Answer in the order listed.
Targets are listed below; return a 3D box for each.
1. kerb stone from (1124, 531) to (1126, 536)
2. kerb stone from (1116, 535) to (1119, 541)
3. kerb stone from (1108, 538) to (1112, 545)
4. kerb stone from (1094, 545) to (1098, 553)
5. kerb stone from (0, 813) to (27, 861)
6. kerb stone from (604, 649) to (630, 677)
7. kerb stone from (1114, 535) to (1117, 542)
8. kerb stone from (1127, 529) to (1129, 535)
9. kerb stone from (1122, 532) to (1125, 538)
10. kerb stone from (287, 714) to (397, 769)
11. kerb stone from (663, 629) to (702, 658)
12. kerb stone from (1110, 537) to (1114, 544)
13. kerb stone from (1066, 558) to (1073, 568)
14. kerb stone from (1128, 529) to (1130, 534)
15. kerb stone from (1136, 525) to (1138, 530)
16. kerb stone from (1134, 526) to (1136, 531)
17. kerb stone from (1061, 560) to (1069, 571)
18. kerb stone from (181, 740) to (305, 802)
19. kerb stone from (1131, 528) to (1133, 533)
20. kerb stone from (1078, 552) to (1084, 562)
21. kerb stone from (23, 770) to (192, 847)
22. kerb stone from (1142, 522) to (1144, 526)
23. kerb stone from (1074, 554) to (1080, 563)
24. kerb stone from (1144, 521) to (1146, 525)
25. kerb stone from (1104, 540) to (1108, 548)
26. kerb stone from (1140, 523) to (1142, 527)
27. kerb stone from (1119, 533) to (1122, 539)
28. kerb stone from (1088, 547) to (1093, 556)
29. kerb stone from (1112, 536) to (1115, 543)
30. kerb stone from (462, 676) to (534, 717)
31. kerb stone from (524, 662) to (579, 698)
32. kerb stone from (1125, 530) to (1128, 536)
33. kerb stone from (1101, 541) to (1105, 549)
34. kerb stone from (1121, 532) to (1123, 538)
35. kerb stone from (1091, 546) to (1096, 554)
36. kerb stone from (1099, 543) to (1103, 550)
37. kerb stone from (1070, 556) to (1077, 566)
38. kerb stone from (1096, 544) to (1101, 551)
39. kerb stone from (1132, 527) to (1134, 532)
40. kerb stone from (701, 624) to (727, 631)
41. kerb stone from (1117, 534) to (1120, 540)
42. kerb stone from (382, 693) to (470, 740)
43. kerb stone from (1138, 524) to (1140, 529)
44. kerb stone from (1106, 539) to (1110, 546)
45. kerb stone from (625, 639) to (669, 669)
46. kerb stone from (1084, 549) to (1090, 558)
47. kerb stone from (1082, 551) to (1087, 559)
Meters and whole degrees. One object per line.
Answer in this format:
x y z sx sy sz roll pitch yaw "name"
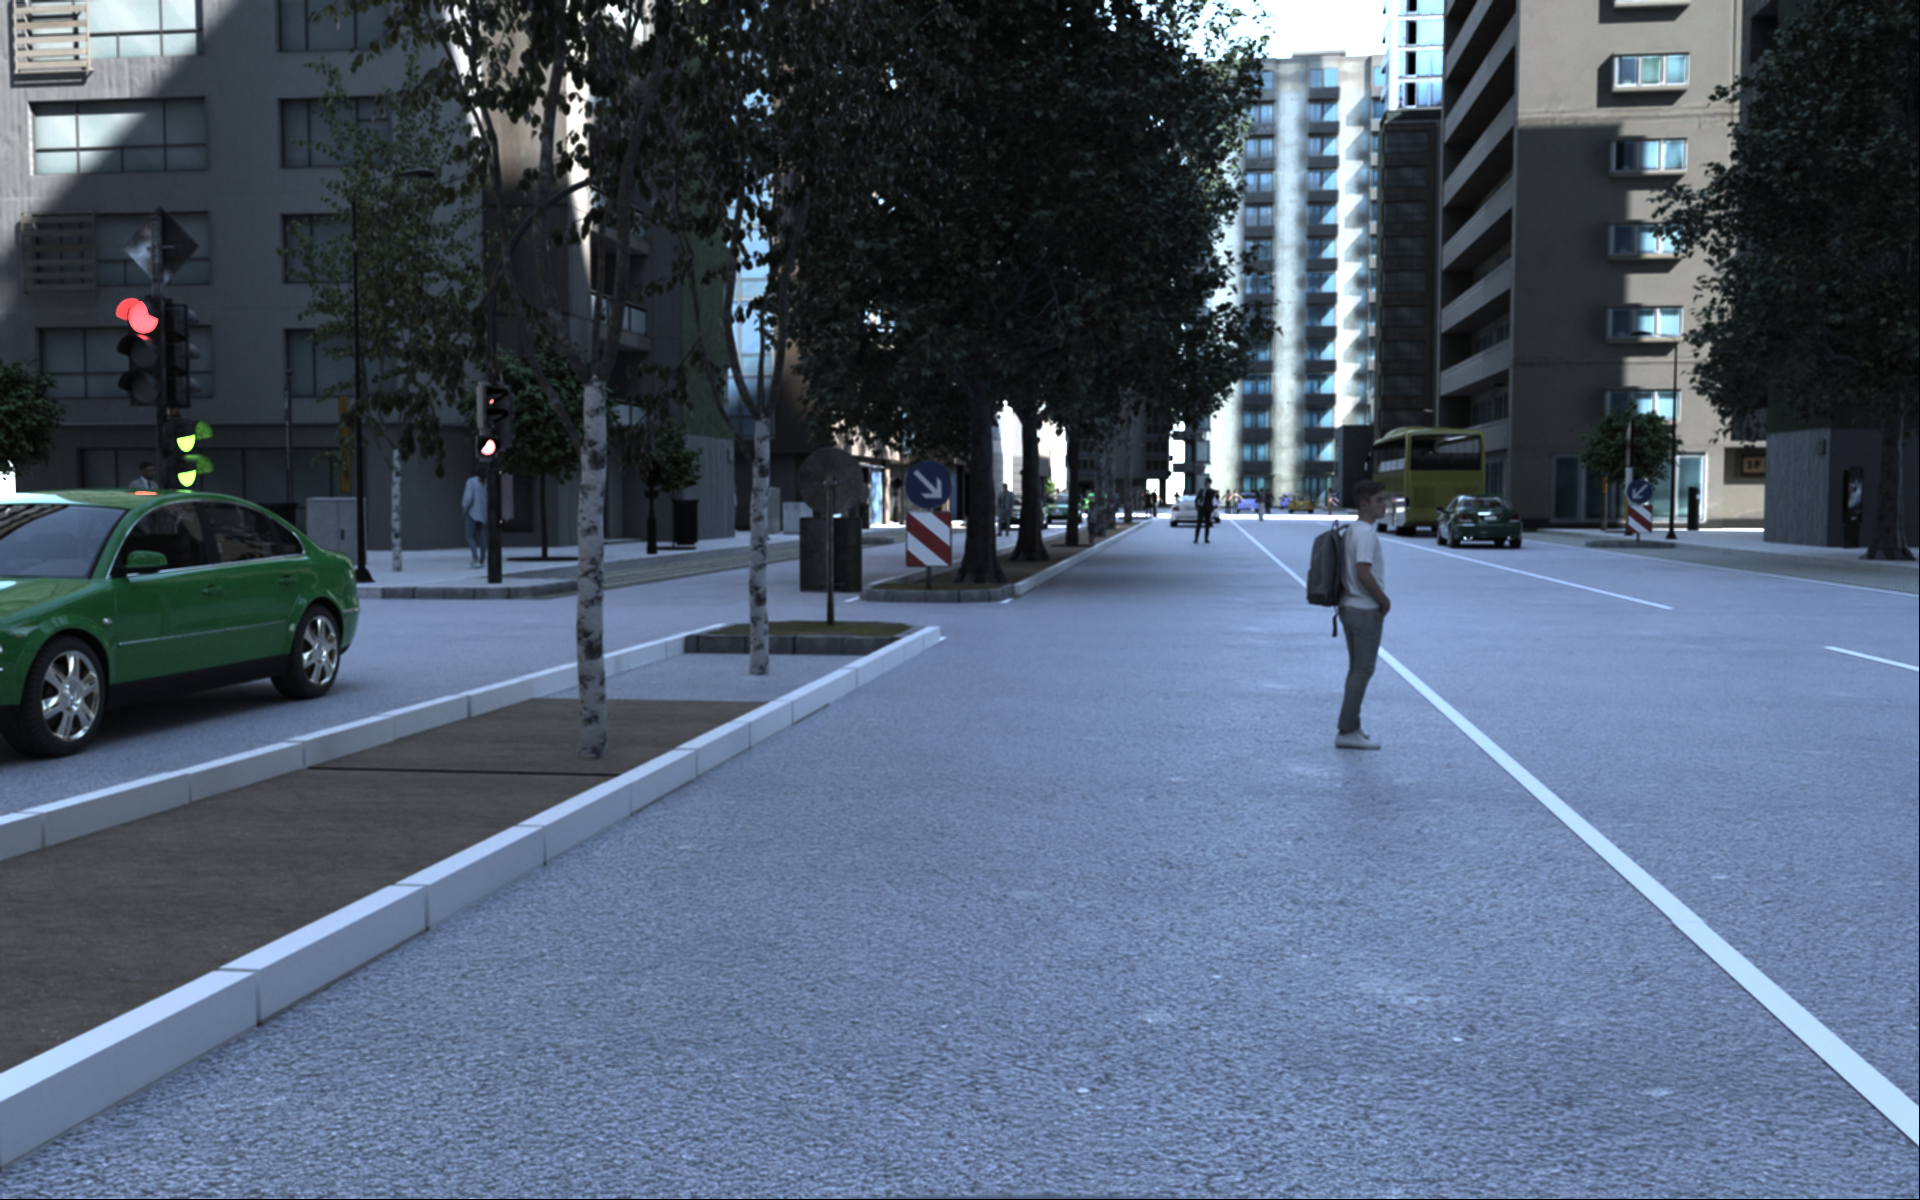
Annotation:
5.263 -2.096 56.465 0.120 0.150 1.000 0 4 8 "kerb stone"
4.550 -1.785 51.383 0.120 0.150 1.000 0 4 8 "kerb stone"
3.995 -1.537 47.328 0.120 0.150 1.000 0 4 8 "kerb stone"
3.145 -1.164 41.240 0.120 0.150 1.000 0 4 8 "kerb stone"
-3.818 0.963 6.469 0.120 0.150 1.000 0 4 8 "kerb stone"
-2.827 0.527 13.583 0.120 0.150 1.000 0 4 8 "kerb stone"
4.410 -1.719 50.367 0.120 0.150 1.000 0 4 8 "kerb stone"
5.544 -2.219 58.494 0.120 0.150 1.000 0 4 8 "kerb stone"
5.114 -2.034 55.446 0.120 0.150 1.000 0 4 8 "kerb stone"
-3.392 0.776 9.510 0.120 0.150 1.000 0 4 8 "kerb stone"
-2.547 0.403 15.607 0.120 0.150 1.000 0 4 8 "kerb stone"
4.133 -1.599 48.341 0.120 0.150 1.000 0 4 8 "kerb stone"
2.009 -0.668 33.125 0.120 0.150 1.000 0 4 8 "kerb stone"
5.685 -2.282 59.506 0.120 0.150 1.000 0 4 8 "kerb stone"
6.670 -2.717 66.621 0.120 0.150 1.000 0 4 8 "kerb stone"
6.393 -2.592 64.584 0.120 0.150 1.000 0 4 8 "kerb stone"
1.872 -0.606 32.105 0.120 0.150 1.000 0 4 8 "kerb stone"
-3.539 0.846 8.499 0.120 0.150 1.000 0 4 8 "kerb stone"
5.966 -2.406 61.540 0.120 0.150 1.000 0 4 8 "kerb stone"
2.435 -0.853 36.171 0.120 0.150 1.000 0 4 8 "kerb stone"
-3.675 0.900 7.481 0.120 0.150 1.000 0 4 8 "kerb stone"
7.521 -3.090 72.713 0.120 0.150 1.000 0 4 8 "kerb stone"
2.293 -0.792 35.157 0.120 0.150 1.000 0 4 8 "kerb stone"
7.944 -3.276 75.758 0.120 0.150 1.000 0 4 8 "kerb stone"
3.708 -1.413 45.294 0.120 0.150 1.000 0 4 8 "kerb stone"
7.234 -2.966 70.689 0.120 0.150 1.000 0 4 8 "kerb stone"
4.837 -1.909 53.411 0.120 0.150 1.000 0 4 8 "kerb stone"
2.859 -1.041 39.215 0.120 0.150 1.000 0 4 8 "kerb stone"
4.272 -1.659 49.354 0.120 0.150 1.000 0 4 8 "kerb stone"
-3.107 0.651 11.547 0.120 0.150 1.000 0 4 8 "kerb stone"
-2.974 0.589 12.562 0.120 0.150 1.000 0 4 8 "kerb stone"
5.404 -2.158 57.478 0.120 0.150 1.000 0 4 8 "kerb stone"
3.564 -1.351 44.282 0.120 0.150 1.000 0 4 8 "kerb stone"
4.974 -1.967 54.424 0.120 0.150 1.000 0 4 8 "kerb stone"
2.999 -1.103 40.228 0.120 0.150 1.000 0 4 8 "kerb stone"
3.421 -1.289 43.269 0.120 0.150 1.000 0 4 8 "kerb stone"
2.153 -0.730 34.141 0.120 0.150 1.000 0 4 8 "kerb stone"
3.277 -1.220 42.254 0.120 0.150 1.000 0 4 8 "kerb stone"
6.104 -2.469 62.559 0.120 0.150 1.000 0 4 8 "kerb stone"
-2.398 0.342 16.618 0.120 0.150 1.000 0 4 8 "kerb stone"
4.690 -1.847 52.399 0.120 0.150 1.000 0 4 8 "kerb stone"
-3.263 0.713 10.537 0.120 0.150 1.000 0 4 8 "kerb stone"
6.956 -2.841 68.651 0.120 0.150 1.000 0 4 8 "kerb stone"
3.847 -1.474 46.317 0.120 0.150 1.000 0 4 8 "kerb stone"
-2.689 0.465 14.595 0.120 0.150 1.000 0 4 8 "kerb stone"
2.720 -0.977 38.195 0.120 0.150 1.000 0 4 8 "kerb stone"
2.580 -0.917 37.183 0.120 0.150 1.000 0 4 8 "kerb stone"
